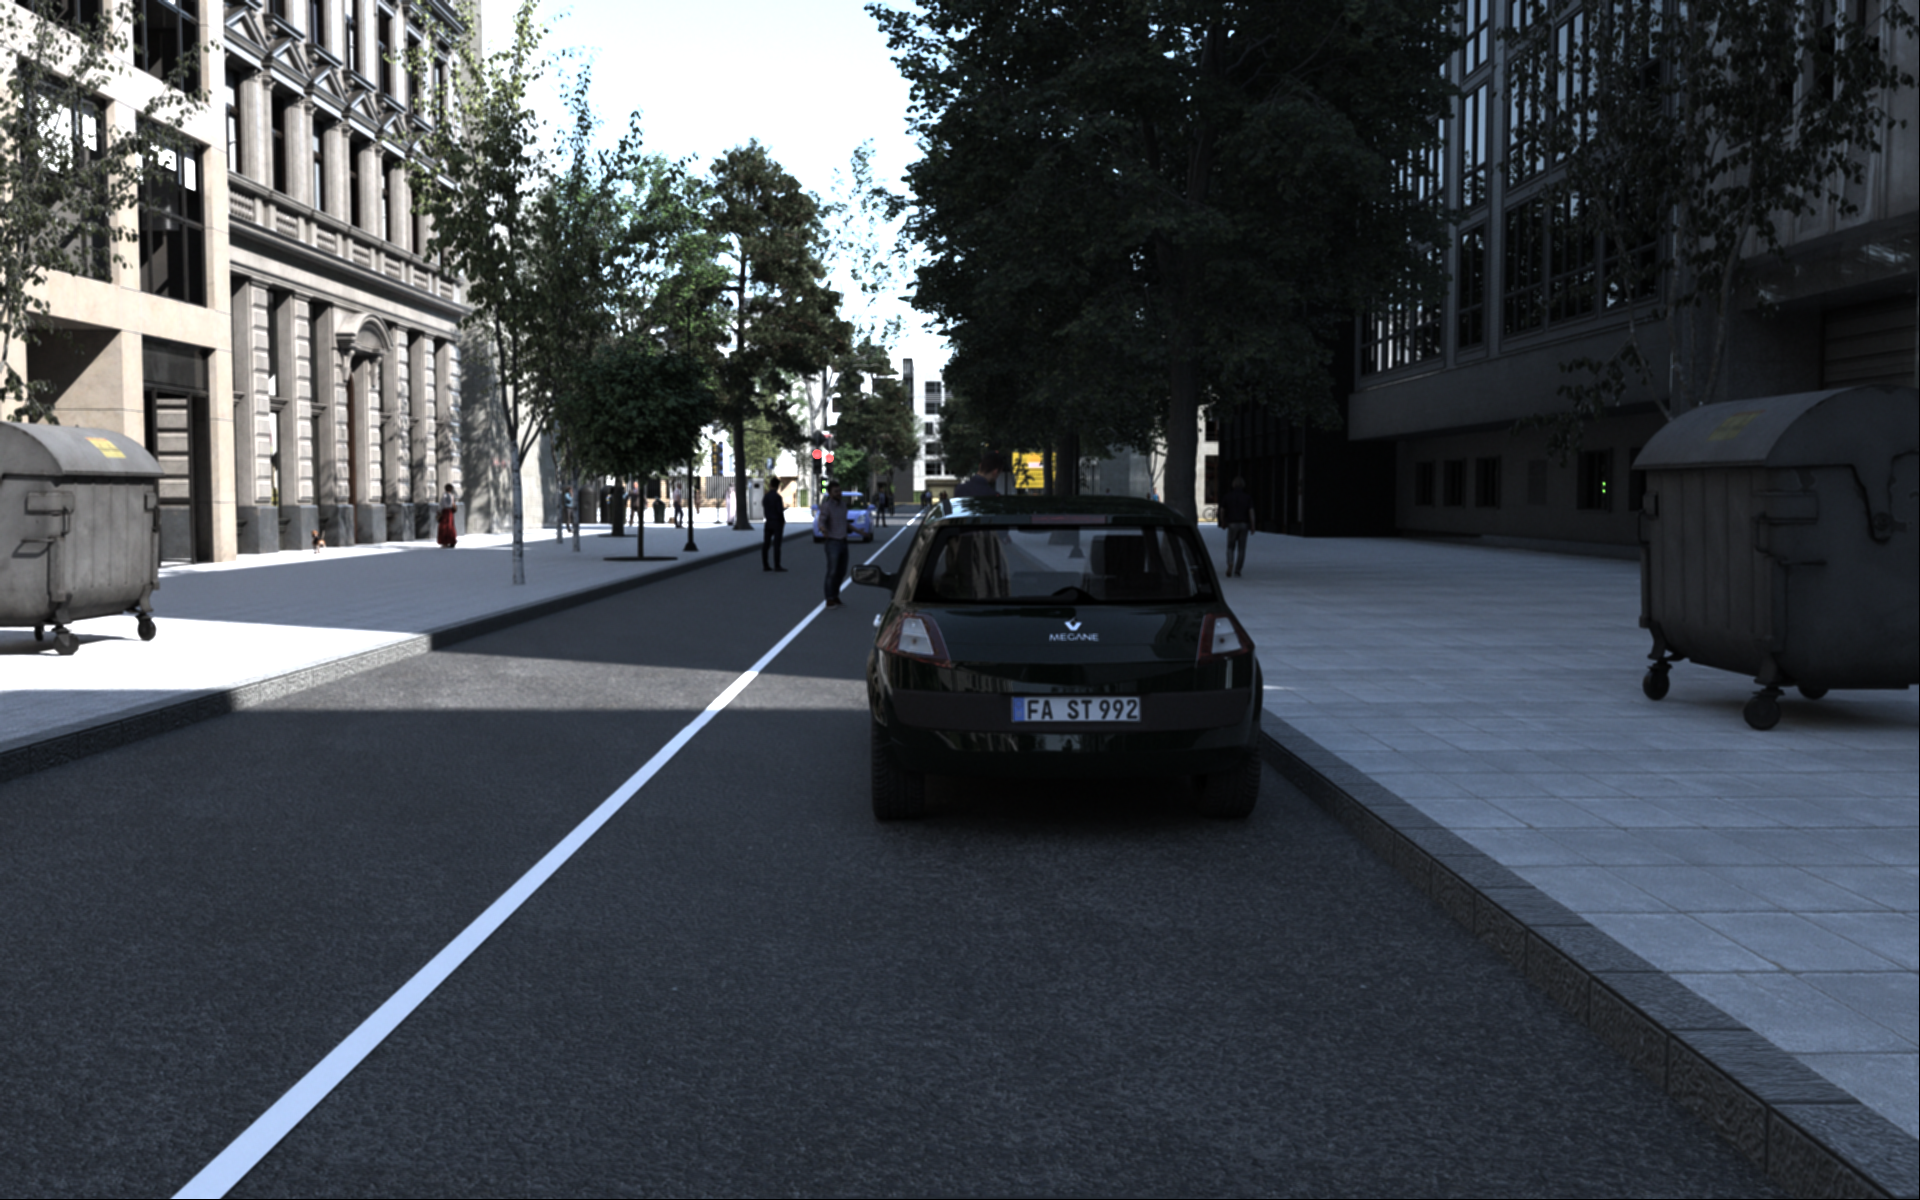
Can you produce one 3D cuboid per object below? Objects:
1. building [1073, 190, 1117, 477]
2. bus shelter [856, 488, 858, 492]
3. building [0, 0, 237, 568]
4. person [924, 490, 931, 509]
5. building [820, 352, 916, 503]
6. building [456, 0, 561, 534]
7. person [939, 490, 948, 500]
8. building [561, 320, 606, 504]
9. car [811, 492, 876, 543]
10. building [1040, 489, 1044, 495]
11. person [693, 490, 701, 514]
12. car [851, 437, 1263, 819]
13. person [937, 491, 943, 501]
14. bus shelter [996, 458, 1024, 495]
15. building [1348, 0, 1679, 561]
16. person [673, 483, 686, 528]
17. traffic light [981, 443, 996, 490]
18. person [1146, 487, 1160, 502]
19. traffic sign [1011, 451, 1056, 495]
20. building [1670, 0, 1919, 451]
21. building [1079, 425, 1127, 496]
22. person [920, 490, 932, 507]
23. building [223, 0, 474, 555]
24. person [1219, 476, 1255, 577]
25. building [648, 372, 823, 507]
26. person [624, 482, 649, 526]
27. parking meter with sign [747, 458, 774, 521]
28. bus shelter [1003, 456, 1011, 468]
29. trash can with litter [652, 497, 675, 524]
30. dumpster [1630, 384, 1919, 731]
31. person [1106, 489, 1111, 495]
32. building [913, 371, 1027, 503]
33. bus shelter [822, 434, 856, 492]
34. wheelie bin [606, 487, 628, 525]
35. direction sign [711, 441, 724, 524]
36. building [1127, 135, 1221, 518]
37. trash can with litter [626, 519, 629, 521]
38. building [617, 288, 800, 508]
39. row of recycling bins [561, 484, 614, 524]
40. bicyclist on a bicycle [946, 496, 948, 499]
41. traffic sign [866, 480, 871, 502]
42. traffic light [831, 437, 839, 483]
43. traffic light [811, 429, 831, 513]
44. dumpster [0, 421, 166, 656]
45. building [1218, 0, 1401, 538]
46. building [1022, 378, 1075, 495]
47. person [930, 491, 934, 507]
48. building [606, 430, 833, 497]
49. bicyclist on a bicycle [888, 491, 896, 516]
[{"bbox_3d":[16.760,-21.496,144.971,14.314,27.812,24.014,0,4,-1],"label":"building"},{"bbox_3d":[-8.273,-8.244,128.715,2.014,3.302,5.546,0,4,-1],"label":"bus shelter"},{"bbox_3d":[-23.139,-12.875,15.025,19.350,26.468,34.151,0,4,-1],"label":"building"},{"bbox_3d":[-3.079,-9.565,164.749,0.709,1.838,0.599,-3,4,-37],"label":"person"},{"bbox_3d":[-23.149,-25.580,262.200,32.646,21.610,27.936,0,4,-1],"label":"building"},{"bbox_3d":[-23.575,-12.571,60.281,16.860,20.320,10.420,0,4,-1],"label":"building"},{"bbox_3d":[-1.745,-11.320,193.520,1.348,1.831,0.705,-3,5,-43],"label":"person"},{"bbox_3d":[-60.643,-22.431,210.724,32.646,21.610,27.936,0,4,-1],"label":"building"},{"bbox_3d":[-3.481,-2.591,51.957,1.945,1.707,3.694,0,4,-1],"label":"car"},{"bbox_3d":[22.912,-21.659,198.102,27.936,21.610,32.646,0,4,-1],"label":"building"},{"bbox_3d":[-16.874,-6.285,111.067,0.482,1.546,0.388,-3,4,-39],"label":"person"},{"bbox_3d":[0.417,0.046,9.040,2.009,1.686,4.222,0,4,-1],"label":"car"},{"bbox_3d":[-2.415,-13.299,225.956,1.348,1.822,0.705,1,4,16],"label":"person"},{"bbox_3d":[2.862,-6.537,100.804,2.014,3.302,5.546,0,4,-1],"label":"bus shelter"},{"bbox_3d":[18.246,-14.931,37.631,14.314,27.812,24.014,0,4,-1],"label":"building"},{"bbox_3d":[-10.577,-3.563,65.241,0.436,1.711,0.756,-1,4,-15],"label":"person"},{"bbox_3d":[1.389,-5.697,82.391,0.839,4.213,0.868,0,4,-1],"label":"traffic light"},{"bbox_3d":[9.180,-4.544,82.206,0.647,1.594,0.662,0,4,-2],"label":"person"},{"bbox_3d":[3.561,-5.395,82.081,2.265,3.308,0.079,1,4,9],"label":"traffic sign"},{"bbox_3d":[16.717,-12.072,15.400,12.078,24.808,19.932,0,4,-1],"label":"building"},{"bbox_3d":[14.453,-16.515,124.773,10.420,20.320,16.860,0,4,-1],"label":"building"},{"bbox_3d":[-3.706,-10.933,186.882,1.348,1.869,0.705,1,4,17],"label":"person"},{"bbox_3d":[-19.705,-13.071,42.594,11.050,23.489,19.941,0,4,-1],"label":"building"},{"bbox_3d":[4.224,-1.135,26.814,0.471,1.553,0.569,-3,5,-41],"label":"person"},{"bbox_3d":[-24.127,-19.480,184.957,16.747,18.905,31.486,0,4,-1],"label":"building"},{"bbox_3d":[-12.989,-3.847,69.501,0.990,1.755,0.434,-1,4,-14],"label":"person"},{"bbox_3d":[-9.813,-5.311,83.103,1.738,3.016,0.543,-3,4,-36],"label":"parking meter with sign"},{"bbox_3d":[2.976,-7.109,107.510,1.731,3.624,6.357,0,4,-1],"label":"bus shelter"},{"bbox_3d":[-12.626,-3.836,74.099,1.055,1.170,0.624,-1,4,-11],"label":"trash can with litter"},{"bbox_3d":[4.855,-0.262,10.048,1.264,1.857,1.865,0,4,-1],"label":"dumpster"},{"bbox_3d":[8.532,-5.639,100.200,0.435,1.587,0.963,-2,4,-33],"label":"person"},{"bbox_3d":[8.975,-23.909,257.377,31.486,18.905,16.747,0,4,-1],"label":"building"},{"bbox_3d":[-8.153,-8.595,118.160,2.179,5.291,8.768,0,4,-1],"label":"bus shelter"},{"bbox_3d":[-14.312,-3.958,72.626,0.980,1.594,0.693,-2,4,-33],"label":"wheelie bin"},{"bbox_3d":[-10.333,-5.007,73.856,0.379,3.537,0.876,2,4,25],"label":"direction sign"},{"bbox_3d":[18.351,-14.713,95.304,16.860,20.320,10.420,0,4,-1],"label":"building"},{"bbox_3d":[-16.359,-4.384,82.738,1.678,1.210,2.233,1,4,20],"label":"trash can with litter"},{"bbox_3d":[-23.388,-18.784,163.534,16.016,20.091,11.380,0,4,-1],"label":"building"},{"bbox_3d":[-16.433,-4.121,74.494,3.534,1.692,1.069,-1,4,-9],"label":"row of recycling bins"},{"bbox_3d":[-1.725,-12.109,207.997,1.499,1.676,1.625,0,4,1],"label":"bicyclist on a bicycle"},{"bbox_3d":[-8.309,-9.401,153.804,0.768,2.556,0.104,0,4,3],"label":"traffic sign"},{"bbox_3d":[-6.171,-5.691,82.290,0.839,4.213,0.868,0,4,-1],"label":"traffic light"},{"bbox_3d":[-6.081,-5.203,74.305,0.839,4.213,0.868,0,4,-1],"label":"traffic light"},{"bbox_3d":[-7.602,-0.527,14.370,1.264,1.857,1.865,0,4,-1],"label":"dumpster"},{"bbox_3d":[16.196,-13.988,58.380,12.332,23.373,15.834,0,4,-1],"label":"building"},{"bbox_3d":[16.015,-22.263,220.413,16.016,20.091,11.380,0,4,-1],"label":"building"},{"bbox_3d":[-3.260,-11.565,198.301,0.721,1.736,1.217,2,4,24],"label":"person"},{"bbox_3d":[-30.395,-17.055,220.990,28.070,9.664,9.099,0,4,-1],"label":"building"},{"bbox_3d":[-4.396,-6.177,111.017,1.499,1.676,1.625,0,3,0],"label":"bicyclist on a bicycle"}]
